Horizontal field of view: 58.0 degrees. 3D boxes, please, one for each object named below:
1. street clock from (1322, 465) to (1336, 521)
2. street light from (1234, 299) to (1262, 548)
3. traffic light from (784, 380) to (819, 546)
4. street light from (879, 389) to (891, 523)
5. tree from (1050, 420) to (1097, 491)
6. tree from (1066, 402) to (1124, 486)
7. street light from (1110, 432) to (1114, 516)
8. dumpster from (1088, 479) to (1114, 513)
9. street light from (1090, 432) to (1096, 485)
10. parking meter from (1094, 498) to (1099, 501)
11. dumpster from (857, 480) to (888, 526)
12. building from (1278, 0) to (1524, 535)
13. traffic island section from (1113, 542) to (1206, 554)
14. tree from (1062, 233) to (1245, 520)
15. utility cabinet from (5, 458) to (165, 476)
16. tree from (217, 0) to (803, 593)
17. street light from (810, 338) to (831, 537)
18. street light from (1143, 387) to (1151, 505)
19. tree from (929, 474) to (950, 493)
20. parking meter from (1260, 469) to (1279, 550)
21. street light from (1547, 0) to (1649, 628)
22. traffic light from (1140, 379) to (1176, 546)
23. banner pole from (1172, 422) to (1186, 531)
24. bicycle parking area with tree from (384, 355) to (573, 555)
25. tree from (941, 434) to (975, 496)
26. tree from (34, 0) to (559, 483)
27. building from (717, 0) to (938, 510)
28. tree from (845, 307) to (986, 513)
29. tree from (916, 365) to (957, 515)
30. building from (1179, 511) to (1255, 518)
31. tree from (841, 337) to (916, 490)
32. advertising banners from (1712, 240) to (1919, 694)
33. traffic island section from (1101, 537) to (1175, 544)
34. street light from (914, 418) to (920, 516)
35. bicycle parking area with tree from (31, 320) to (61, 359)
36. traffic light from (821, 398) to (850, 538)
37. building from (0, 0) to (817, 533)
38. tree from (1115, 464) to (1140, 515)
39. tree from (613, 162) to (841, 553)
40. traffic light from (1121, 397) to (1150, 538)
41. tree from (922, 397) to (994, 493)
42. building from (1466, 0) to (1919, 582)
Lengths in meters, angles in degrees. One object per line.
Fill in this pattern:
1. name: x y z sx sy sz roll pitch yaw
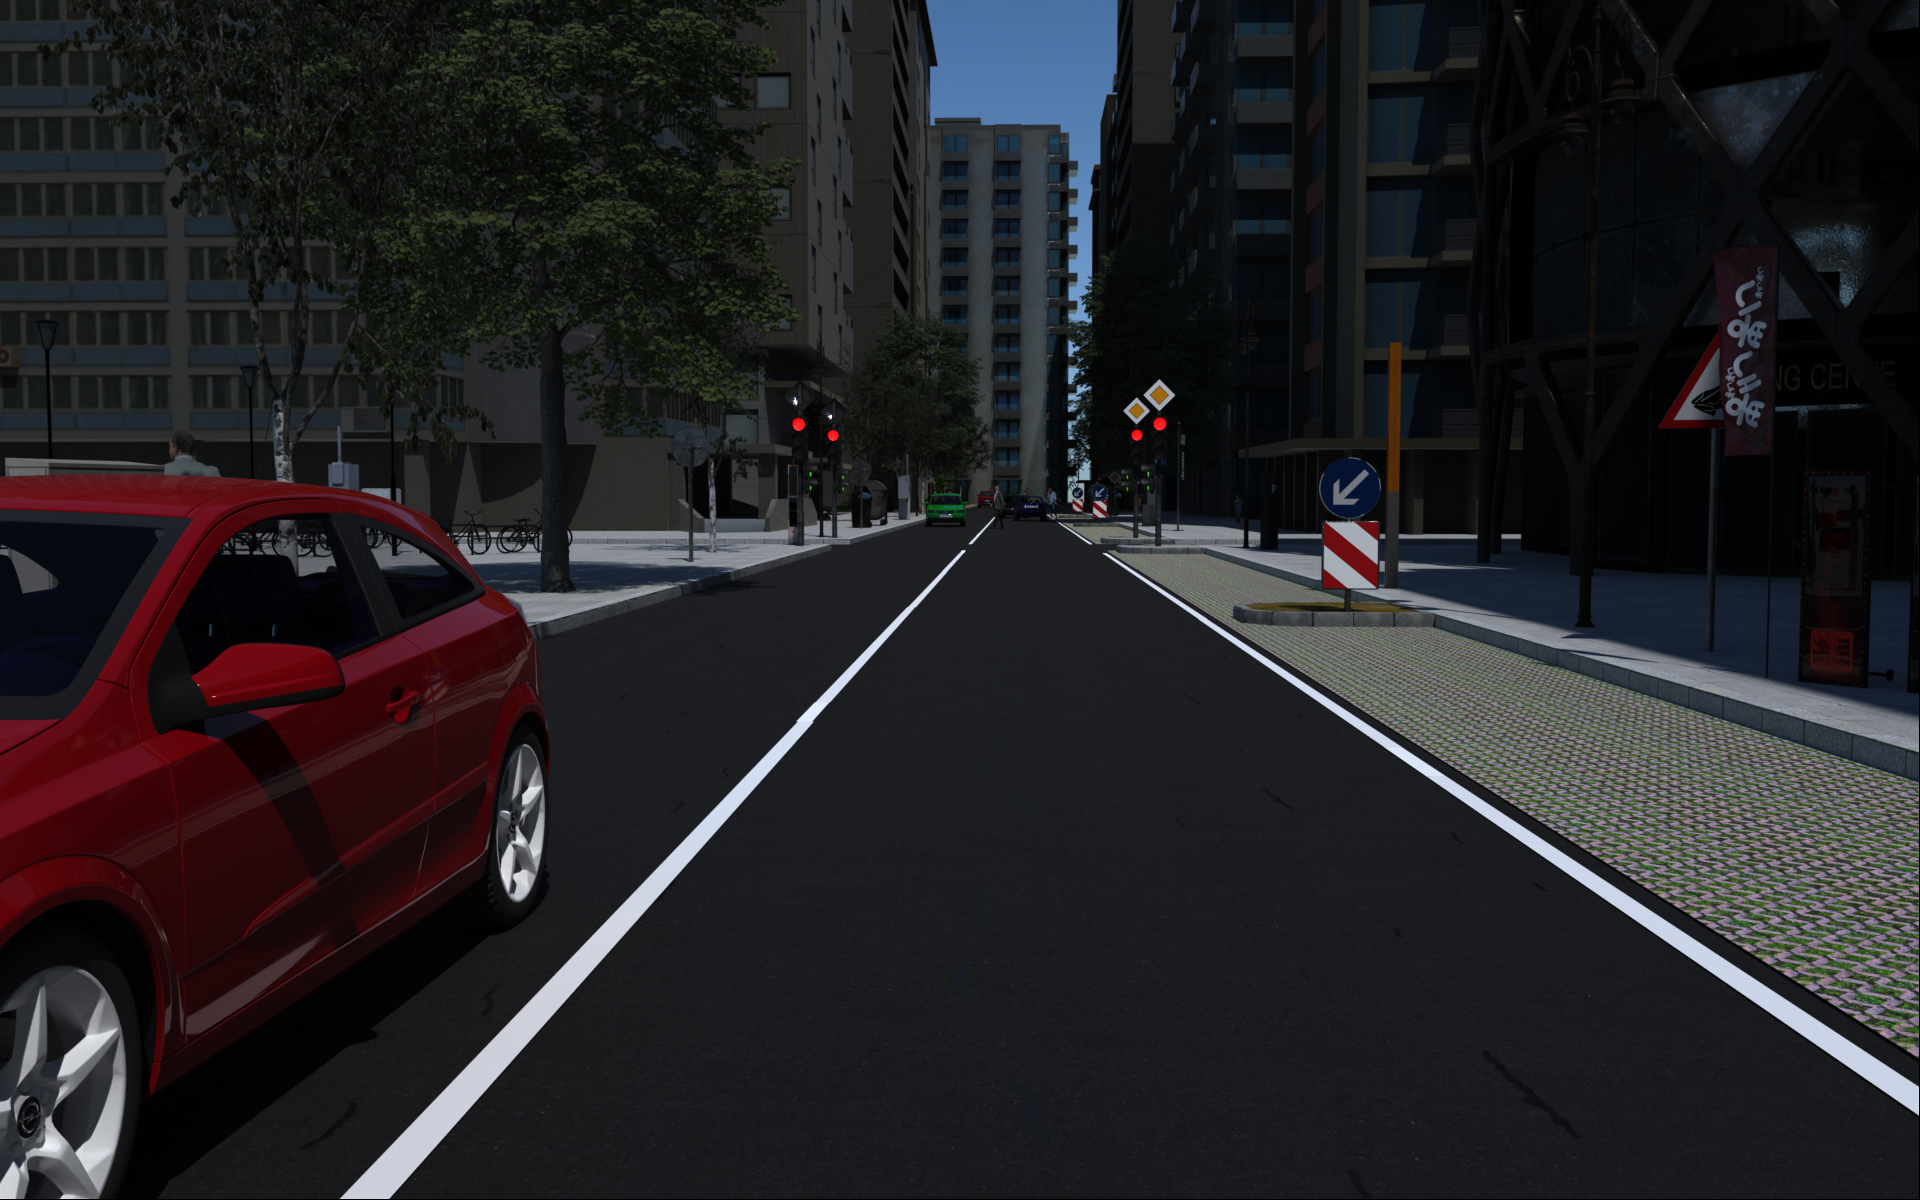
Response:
1. street clock: 9.241 -2.356 43.097 0.471 2.002 0.358 -3 4 -38
2. street light: 6.825 -4.181 41.147 0.468 5.910 1.993 0 4 2
3. traffic light: -3.914 -3.286 42.642 0.839 4.253 0.868 0 4 2
4. street light: -3.248 -6.315 76.039 0.468 5.910 1.993 0 4 2
5. tree: 11.163 -13.295 167.732 4.360 8.622 3.978 0 3 0
6. tree: 10.046 -10.893 128.462 4.737 8.622 4.395 0 3 0
7. street light: 8.717 -7.779 99.979 0.468 5.910 1.993 0 4 2
8. dumpster: 9.358 -6.956 116.218 1.502 2.255 1.985 0 4 2
9. street light: 9.586 -9.312 125.044 0.468 5.910 1.993 0 4 2
10. parking meter: 8.766 -6.278 111.061 0.372 1.533 0.369 0 3 0
11. dumpster: -3.632 -3.970 70.667 1.264 1.857 1.865 0 4 2
12. building: 25.203 -24.947 62.511 28.867 44.769 22.147 0 4 2
13. traffic island section: 4.883 -1.236 42.486 2.009 0.180 2.903 0 4 2
14. tree: 9.494 -10.864 84.286 9.857 13.997 8.962 0 3 0
15. utility cabinet: -5.568 -0.150 11.135 0.318 1.500 1.173 1 4 8
16. tree: -5.702 -6.370 22.273 7.486 12.596 7.792 0 3 0
17. street light: -4.119 -4.805 51.354 0.468 5.910 1.993 0 4 2
18. street light: 7.961 -6.237 74.760 0.468 5.910 1.993 0 4 2
19. tree: -1.887 -9.145 144.122 1.663 3.219 1.824 0 3 0
20. parking meter: 7.136 -2.090 39.890 0.399 1.863 0.255 -3 5 -40
21. street light: 6.032 -2.676 16.547 0.468 5.910 1.993 0 4 2
22. traffic light: 4.843 -3.269 42.374 0.839 4.253 0.868 0 4 2
23. banner pole: 7.700 -4.300 60.325 0.401 3.779 0.863 2 4 30
24. bicycle parking area with tree: -13.687 -3.085 37.434 9.016 4.147 8.231 -3 5 -40
25. tree: 0.007 -14.787 192.122 4.737 8.622 4.395 0 3 0
26. tree: -5.341 -3.872 13.670 4.360 8.622 3.978 0 3 0
27. building: -16.733 -36.363 183.769 27.495 52.752 28.713 0 4 2
28. tree: -3.000 -12.992 119.071 9.857 13.997 8.962 0 3 0
29. tree: -3.143 -8.918 96.164 4.360 8.622 3.978 0 3 0
30. building: 24.662 -29.711 105.384 23.786 49.044 30.456 0 4 2
31. tree: -4.601 -7.942 80.212 4.360 8.622 3.978 0 3 0
32. advertising banners: 5.882 -0.939 11.534 0.090 3.025 2.074 -2 4 -30
33. traffic island section: 5.143 -1.724 50.467 2.009 0.180 2.903 0 4 2
34. street light: -2.514 -7.831 100.827 0.468 5.910 1.993 0 4 2
35. bicycle parking area with tree: -15.405 -2.392 26.114 9.016 4.147 8.231 2 4 24
36. traffic light: -3.654 -3.774 50.623 0.839 4.253 0.868 0 4 2
37. building: -22.297 -22.809 64.805 32.217 40.220 23.993 0 4 2
38. tree: 10.313 -6.850 106.596 1.663 3.219 1.824 0 3 0
39. tree: -5.532 -5.334 37.567 4.360 8.622 3.978 0 3 0
40. traffic light: 5.103 -3.757 50.355 0.839 4.253 0.868 0 4 2
41. tree: -0.309 -13.731 158.912 7.601 10.594 8.767 1 4 8
42. building: 17.672 -9.967 30.406 16.820 18.784 16.811 0 4 2
